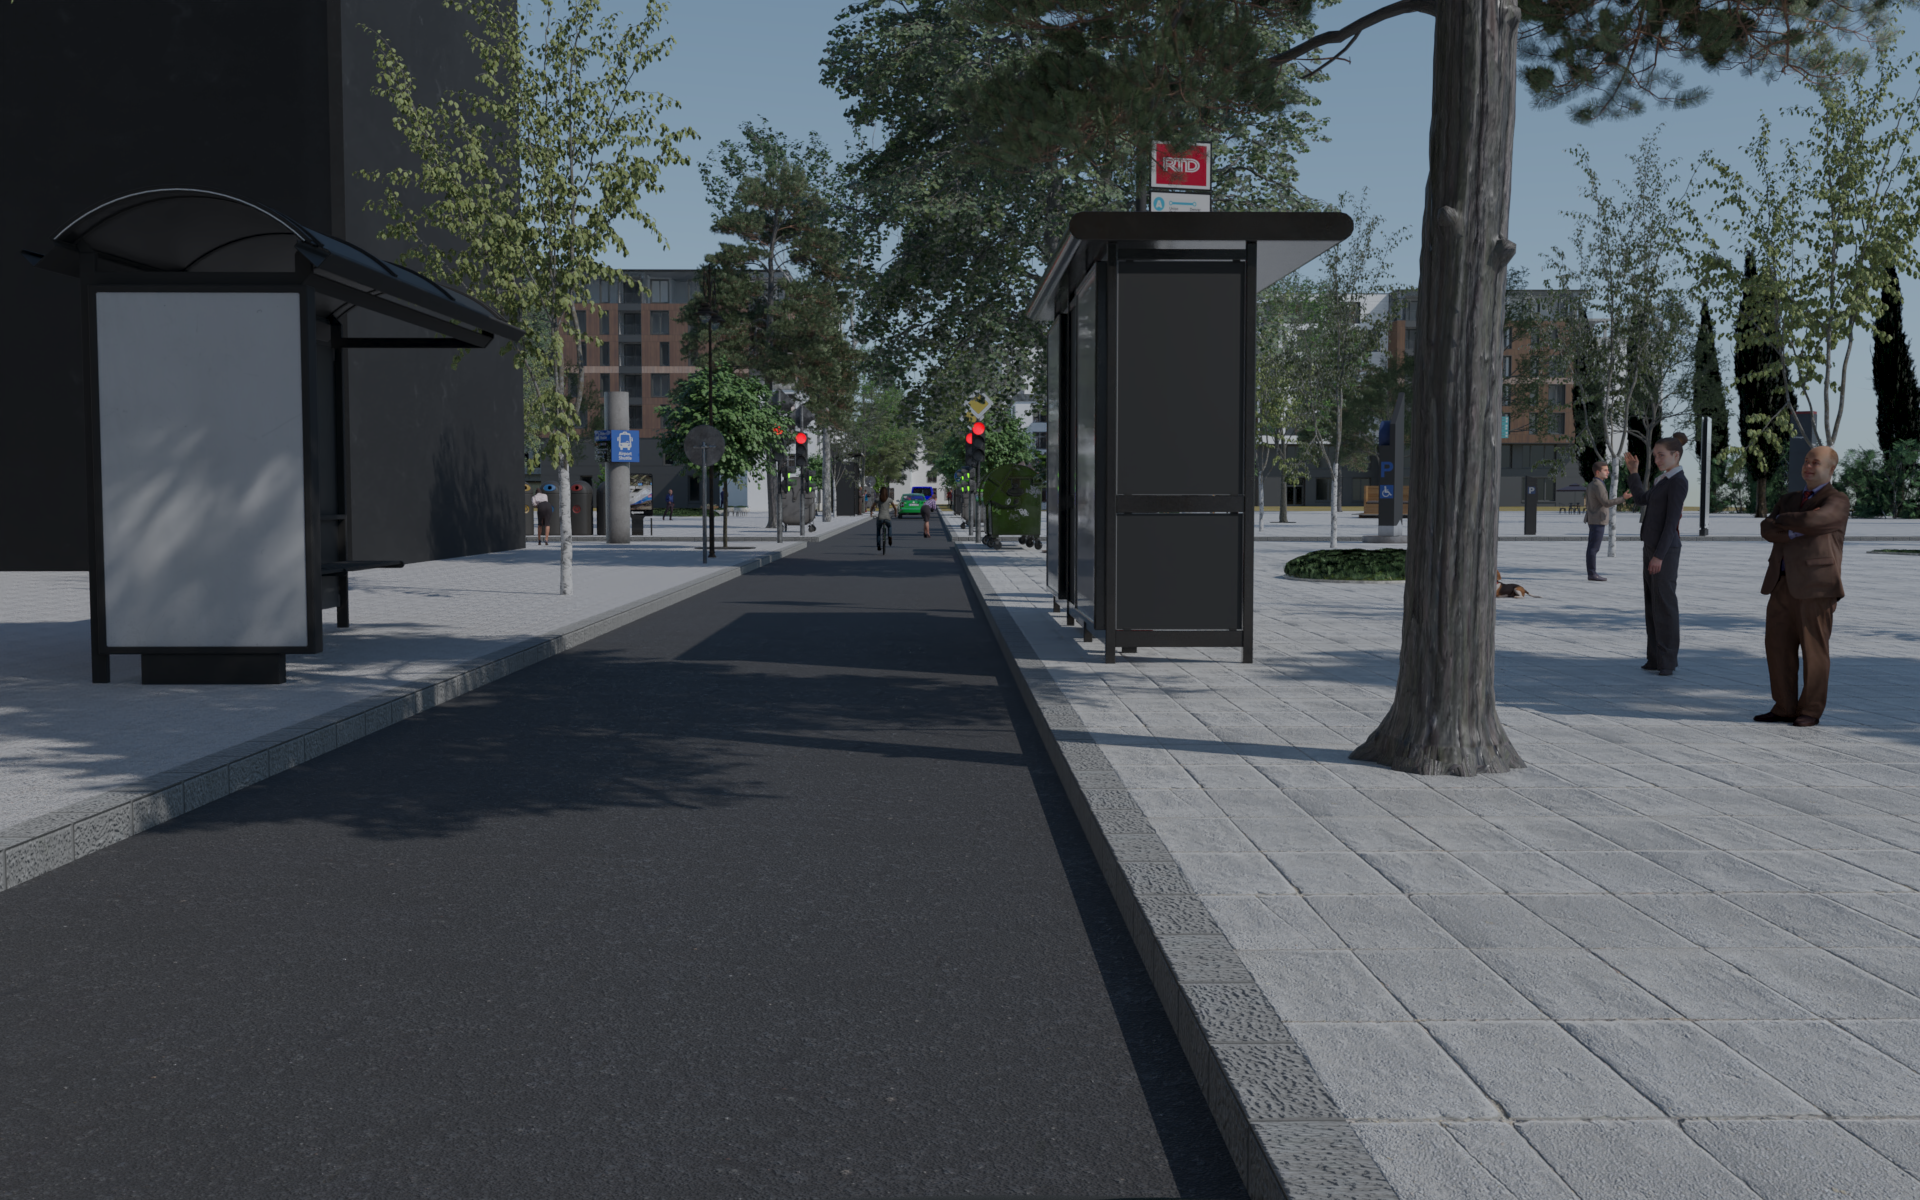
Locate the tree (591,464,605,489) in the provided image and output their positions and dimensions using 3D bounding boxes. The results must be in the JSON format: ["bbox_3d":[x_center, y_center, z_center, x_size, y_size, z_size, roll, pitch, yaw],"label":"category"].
[{"bbox_3d":[-18.810,-5.954,91.944,1.663,3.219,1.824,0,3,0],"label":"tree"}]

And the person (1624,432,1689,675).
[{"bbox_3d":[4.984,-0.350,12.565,0.445,1.727,0.742,-2,4,-24],"label":"person"}]

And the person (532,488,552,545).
[{"bbox_3d":[-10.497,-2.097,43.512,0.799,1.438,0.628,2,4,32],"label":"person"}]

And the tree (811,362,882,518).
[{"bbox_3d":[-6.490,-8.659,91.937,4.360,8.622,3.978,0,3,0],"label":"tree"}]

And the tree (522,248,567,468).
[{"bbox_3d":[-21.907,-10.291,74.914,9.857,13.997,8.962,0,3,0],"label":"tree"}]

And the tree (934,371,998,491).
[{"bbox_3d":[0.706,-9.044,98.230,4.737,8.622,4.395,0,3,0],"label":"tree"}]

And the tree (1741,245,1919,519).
[{"bbox_3d":[48.049,-11.864,95.795,13.155,14.587,18.604,1,4,9],"label":"tree"}]

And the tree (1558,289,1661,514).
[{"bbox_3d":[47.431,-13.238,118.265,13.155,14.587,18.604,-1,4,-22],"label":"tree"}]

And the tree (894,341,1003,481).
[{"bbox_3d":[0.249,-12.684,125.509,7.486,12.596,7.792,0,3,0],"label":"tree"}]

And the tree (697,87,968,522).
[{"bbox_3d":[-4.719,-13.640,78.895,12.611,20.169,13.585,0,3,0],"label":"tree"}]

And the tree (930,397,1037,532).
[{"bbox_3d":[1.075,-4.597,58.883,4.285,4.588,4.351,0,3,0],"label":"tree"}]

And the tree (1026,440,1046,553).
[{"bbox_3d":[2.175,-2.644,37.838,1.663,3.219,1.824,0,3,0],"label":"tree"}]

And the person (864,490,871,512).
[{"bbox_3d":[-6.601,-6.959,121.695,0.662,1.594,0.647,2,4,31],"label":"person"}]

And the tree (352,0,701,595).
[{"bbox_3d":[-5.229,-4.364,21.714,4.737,8.622,4.395,0,3,0],"label":"tree"}]

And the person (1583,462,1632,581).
[{"bbox_3d":[9.582,-1.161,25.562,0.750,1.759,0.617,2,4,25],"label":"person"}]

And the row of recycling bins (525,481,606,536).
[{"bbox_3d":[-12.254,-2.849,53.687,3.534,1.692,1.069,0,4,-5],"label":"row of recycling bins"}]

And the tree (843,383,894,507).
[{"bbox_3d":[-7.460,-15.137,165.612,7.486,12.596,7.792,0,3,0],"label":"tree"}]

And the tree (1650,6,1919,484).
[{"bbox_3d":[13.069,-4.645,26.303,4.737,8.622,4.395,0,3,0],"label":"tree"}]

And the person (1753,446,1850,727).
[{"bbox_3d":[4.671,-0.077,9.575,0.388,1.546,0.482,-1,4,-19],"label":"person"}]

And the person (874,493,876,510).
[{"bbox_3d":[-7.069,-8.180,140.707,0.541,1.710,0.530,1,4,19],"label":"person"}]

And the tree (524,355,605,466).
[{"bbox_3d":[-26.320,-11.069,115.385,8.767,10.594,7.601,2,4,34],"label":"tree"}]

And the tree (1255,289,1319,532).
[{"bbox_3d":[10.262,-6.631,58.783,4.737,8.622,4.395,0,3,0],"label":"tree"}]

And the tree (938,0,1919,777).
[{"bbox_3d":[2.130,-6.123,7.537,7.806,13.903,7.818,0,3,0],"label":"tree"}]

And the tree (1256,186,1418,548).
[{"bbox_3d":[8.737,-5.562,41.294,4.360,8.622,3.978,0,3,0],"label":"tree"}]

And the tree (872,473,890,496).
[{"bbox_3d":[-7.413,-9.879,156.121,1.663,3.219,1.824,0,3,0],"label":"tree"}]

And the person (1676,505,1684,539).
[{"bbox_3d":[20.227,-2.395,49.114,0.517,1.644,0.566,-2,4,-26],"label":"person"}]

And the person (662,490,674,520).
[{"bbox_3d":[-14.179,-4.631,84.449,0.574,1.496,0.600,-2,4,-24],"label":"person"}]

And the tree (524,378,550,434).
[{"bbox_3d":[-29.596,-11.770,102.815,12.009,13.543,11.850,0,3,0],"label":"tree"}]

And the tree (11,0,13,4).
[{"bbox_3d":[-6.086,-3.477,7.218,4.737,8.622,4.395,0,3,0],"label":"tree"}]

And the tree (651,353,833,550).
[{"bbox_3d":[-5.460,-3.472,40.486,4.285,4.588,4.351,0,3,0],"label":"tree"}]

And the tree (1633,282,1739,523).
[{"bbox_3d":[30.537,-8.675,76.242,7.601,10.594,8.767,2,4,28],"label":"tree"}]

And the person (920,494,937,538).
[{"bbox_3d":[-1.014,-2.753,56.749,0.421,1.427,0.697,3,5,42],"label":"person"}]

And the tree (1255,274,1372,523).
[{"bbox_3d":[14.216,-9.234,76.737,9.928,11.665,9.643,0,3,0],"label":"tree"}]

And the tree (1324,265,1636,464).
[{"bbox_3d":[19.444,-8.019,65.516,8.767,10.594,7.601,-3,4,-38],"label":"tree"}]

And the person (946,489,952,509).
[{"bbox_3d":[-0.682,-8.757,149.153,1.348,1.831,0.705,-2,4,-32],"label":"person"}]

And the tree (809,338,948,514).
[{"bbox_3d":[-6.554,-11.470,113.283,9.928,11.665,9.643,0,3,0],"label":"tree"}]

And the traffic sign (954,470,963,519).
[{"bbox_3d":[0.093,-5.375,87.982,0.768,2.556,0.104,0,4,-1],"label":"traffic sign"}]

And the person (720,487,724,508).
[{"bbox_3d":[-15.745,-6.660,115.643,0.576,1.737,0.504,2,4,31],"label":"person"}]

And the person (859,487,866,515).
[{"bbox_3d":[-6.039,-6.030,105.319,0.600,1.739,0.565,-1,4,-18],"label":"person"}]

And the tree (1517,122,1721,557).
[{"bbox_3d":[13.348,-5.193,35.264,4.360,8.622,3.978,0,3,0],"label":"tree"}]

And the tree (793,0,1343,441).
[{"bbox_3d":[1.998,-7.567,30.370,9.857,13.997,8.962,0,3,0],"label":"tree"}]

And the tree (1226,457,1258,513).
[{"bbox_3d":[18.956,-8.521,123.034,4.285,4.588,4.351,0,3,0],"label":"tree"}]
